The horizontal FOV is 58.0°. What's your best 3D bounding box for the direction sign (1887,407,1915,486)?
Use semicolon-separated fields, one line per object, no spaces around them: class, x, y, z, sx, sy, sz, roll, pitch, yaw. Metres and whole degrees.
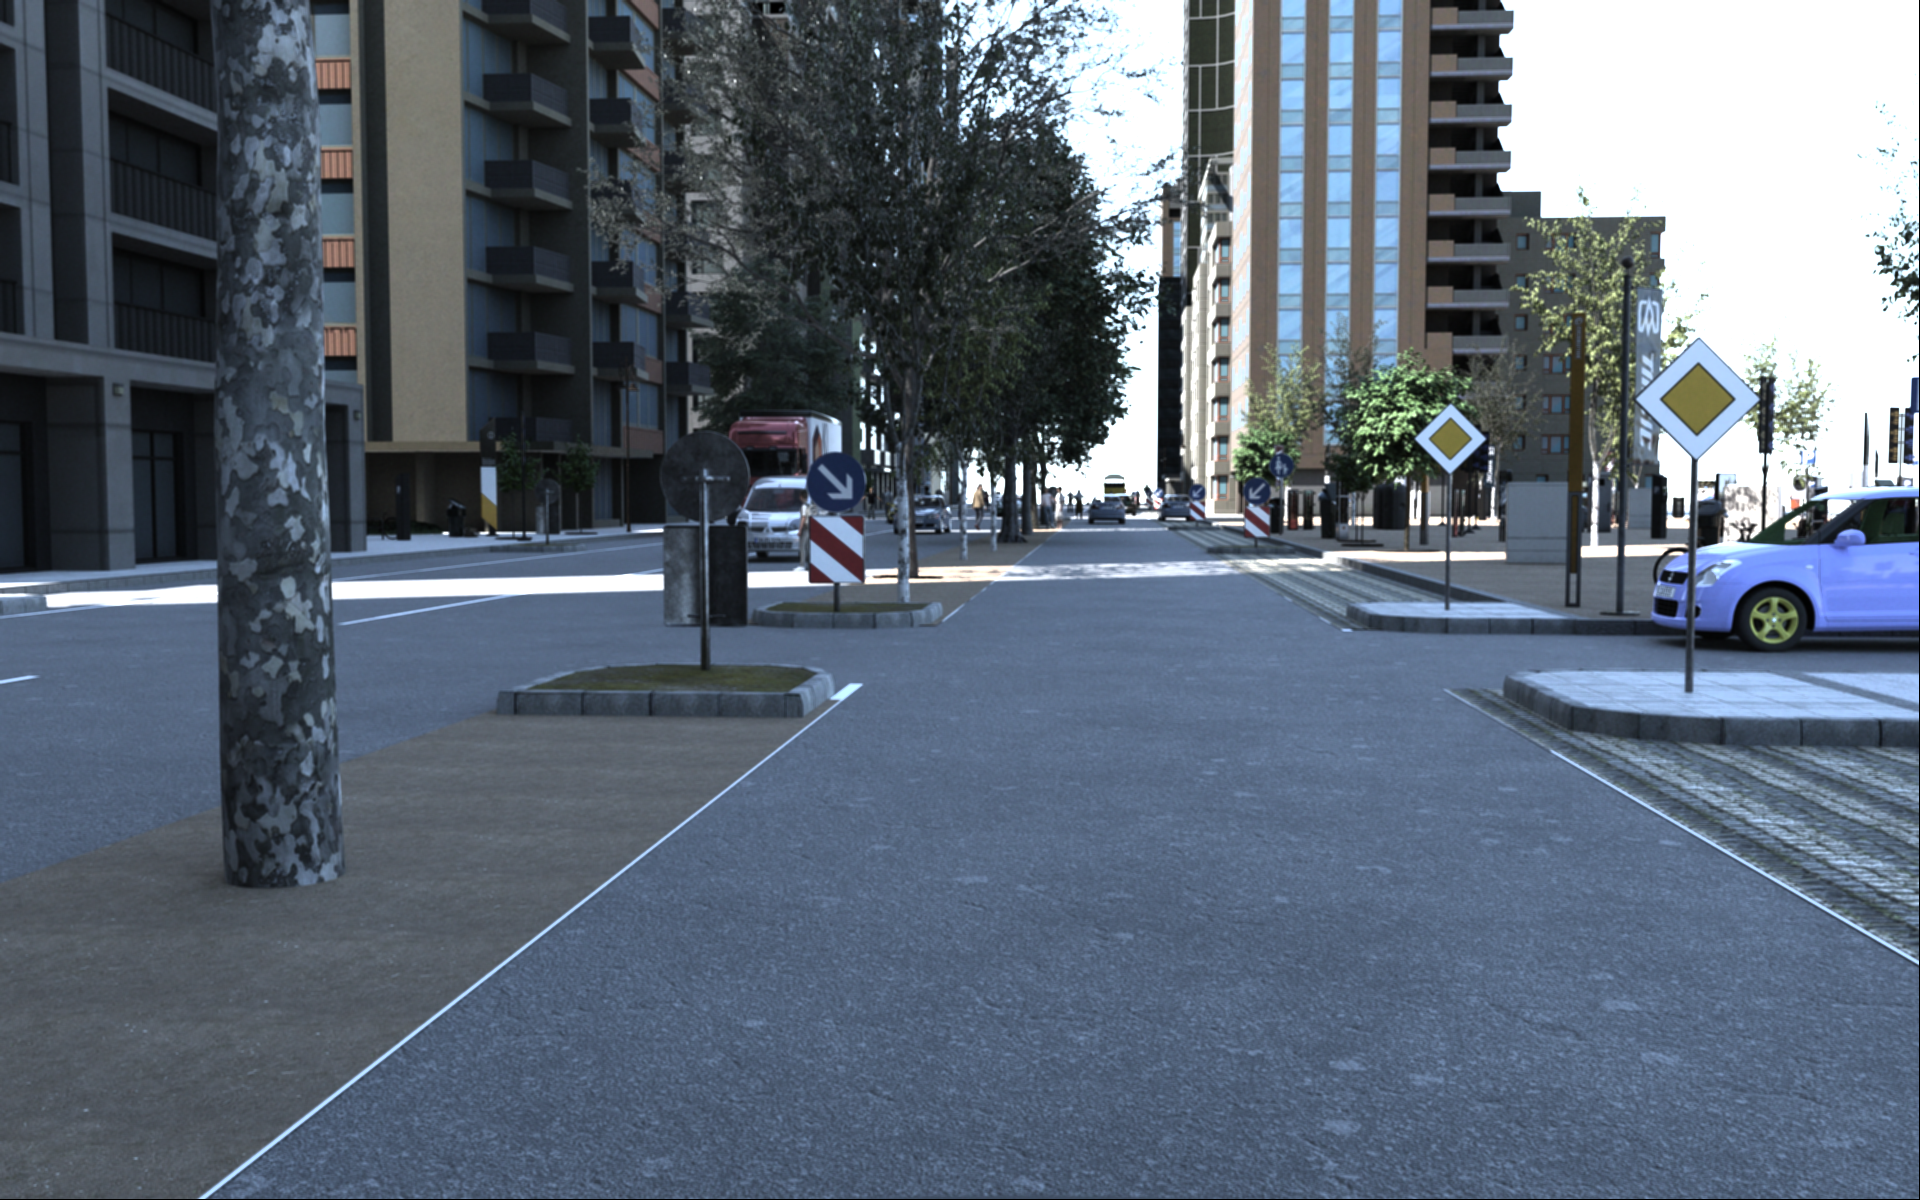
direction sign;24.466;-3.246;45.075;0.876;3.537;0.379;-1;4;-21

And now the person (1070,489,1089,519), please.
person;6.900;-5.551;99.987;1.217;1.736;0.721;-1;4;-12

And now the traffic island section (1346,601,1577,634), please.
traffic island section;5.417;0.189;19.192;2.009;0.180;2.903;0;4;5

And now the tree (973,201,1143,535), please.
tree;2.405;-8.508;59.685;7.486;12.596;7.792;0;3;0

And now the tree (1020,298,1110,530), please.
tree;3.781;-9.247;79.396;9.928;11.665;9.643;0;3;0

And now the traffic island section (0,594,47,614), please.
traffic island section;-12.411;0.097;20.697;2.009;0.180;2.903;0;4;5

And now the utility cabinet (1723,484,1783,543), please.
utility cabinet;18.285;-1.913;39.959;1.173;1.500;0.318;3;5;42

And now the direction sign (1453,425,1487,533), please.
direction sign;16.727;-3.964;56.813;0.379;3.537;0.876;-2;4;-27

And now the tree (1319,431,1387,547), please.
tree;9.803;-2.940;42.673;1.663;3.219;1.824;0;3;0

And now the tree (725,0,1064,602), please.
tree;-0.704;-4.166;20.926;4.360;8.622;3.978;0;3;0

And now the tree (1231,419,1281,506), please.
tree;13.315;-5.617;75.559;4.285;4.588;4.351;0;3;0

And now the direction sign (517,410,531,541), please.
direction sign;-11.944;-3.387;47.369;0.379;3.537;0.876;-1;4;-9

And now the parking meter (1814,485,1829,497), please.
parking meter;24.859;-2.544;50.013;0.372;1.533;0.369;0;3;0

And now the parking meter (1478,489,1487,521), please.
parking meter;25.197;-4.592;83.487;0.372;1.533;0.369;0;3;0

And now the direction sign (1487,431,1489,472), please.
direction sign;18.736;-4.331;62.809;0.876;3.537;0.379;3;5;40

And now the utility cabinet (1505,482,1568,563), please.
utility cabinet;10.625;-1.411;31.754;1.173;1.500;0.318;1;4;12

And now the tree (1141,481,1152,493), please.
tree;26.947;-15.572;249.209;1.663;3.219;1.824;0;3;0

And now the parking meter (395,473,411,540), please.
parking meter;-15.466;-2.592;48.084;0.399;1.863;0.255;3;5;43

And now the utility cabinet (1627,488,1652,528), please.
utility cabinet;25.261;-3.377;63.894;1.173;1.500;0.318;1;4;9

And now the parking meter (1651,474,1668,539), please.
parking meter;20.149;-2.701;49.874;0.255;1.863;0.399;-2;4;-28

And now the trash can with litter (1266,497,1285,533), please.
trash can with litter;10.302;-2.773;56.732;0.624;1.170;1.055;0;4;6

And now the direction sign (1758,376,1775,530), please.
direction sign;15.595;-2.542;33.552;0.379;3.537;0.876;3;5;40

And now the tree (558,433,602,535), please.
tree;-12.223;-3.702;55.131;1.663;3.219;1.824;0;3;0

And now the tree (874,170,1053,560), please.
tree;0.056;-5.188;37.648;4.737;8.622;4.395;0;3;0

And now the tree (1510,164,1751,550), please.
tree;14.734;-5.437;39.265;4.737;8.622;4.395;0;3;0

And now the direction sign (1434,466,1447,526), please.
direction sign;19.672;-4.802;70.517;0.876;3.537;0.379;0;4;4

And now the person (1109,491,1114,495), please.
person;14.212;-9.348;162.283;0.756;1.711;0.436;2;4;32

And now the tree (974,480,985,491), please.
tree;2.838;-14.511;231.852;1.663;3.219;1.824;0;3;0

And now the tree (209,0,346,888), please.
tree;-1.380;-8.963;4.894;12.611;20.169;13.585;0;3;0

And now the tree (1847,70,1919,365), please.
tree;17.466;-4.866;29.914;4.360;8.622;3.978;0;3;0

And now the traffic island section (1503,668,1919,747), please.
traffic island section;4.745;0.676;11.235;2.009;0.180;2.903;0;4;5

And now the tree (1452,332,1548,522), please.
tree;24.793;-7.926;79.955;4.360;8.622;3.978;0;3;0

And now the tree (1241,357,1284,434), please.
tree;16.693;-8.474;88.912;4.360;8.622;3.978;0;3;0

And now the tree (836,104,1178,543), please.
tree;1.478;-8.011;50.441;9.611;12.733;9.660;0;3;0

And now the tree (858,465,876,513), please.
tree;-6.485;-7.440;116.242;1.663;3.219;1.824;0;3;0

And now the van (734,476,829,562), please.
van;-3.882;-1.895;37.998;2.013;2.044;4.112;0;4;3

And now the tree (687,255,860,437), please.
tree;-9.691;-11.268;90.883;9.857;13.997;8.962;0;3;0

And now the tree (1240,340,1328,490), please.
tree;15.484;-8.071;82.317;4.737;8.622;4.395;0;3;0

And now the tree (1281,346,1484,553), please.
tree;9.873;-3.348;38.461;4.285;4.588;4.351;0;3;0

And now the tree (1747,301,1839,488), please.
tree;30.617;-7.041;65.483;4.737;8.622;4.395;0;3;0

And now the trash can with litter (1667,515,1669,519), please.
trash can with litter;35.390;-4.744;88.620;1.678;1.210;2.233;-3;4;-36

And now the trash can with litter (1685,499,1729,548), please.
trash can with litter;15.121;-1.451;35.110;0.624;1.170;1.055;3;5;39

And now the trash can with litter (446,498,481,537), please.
trash can with litter;-14.776;-2.460;51.600;1.055;1.170;0.624;1;4;18

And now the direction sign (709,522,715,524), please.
direction sign;-10.807;-5.073;74.945;0.379;3.537;0.876;2;4;29

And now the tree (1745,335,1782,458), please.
tree;36.217;-7.573;74.177;4.360;8.622;3.978;0;3;0

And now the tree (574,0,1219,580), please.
tree;-0.896;-7.111;29.092;12.009;13.543;11.850;0;3;0

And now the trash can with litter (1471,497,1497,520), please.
trash can with litter;26.757;-4.665;87.332;2.233;1.210;1.678;2;4;25

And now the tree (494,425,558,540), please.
tree;-12.720;-3.329;49.031;1.663;3.219;1.824;0;3;0

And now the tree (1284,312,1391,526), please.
tree;15.703;-7.267;69.181;4.360;8.622;3.978;0;3;0
